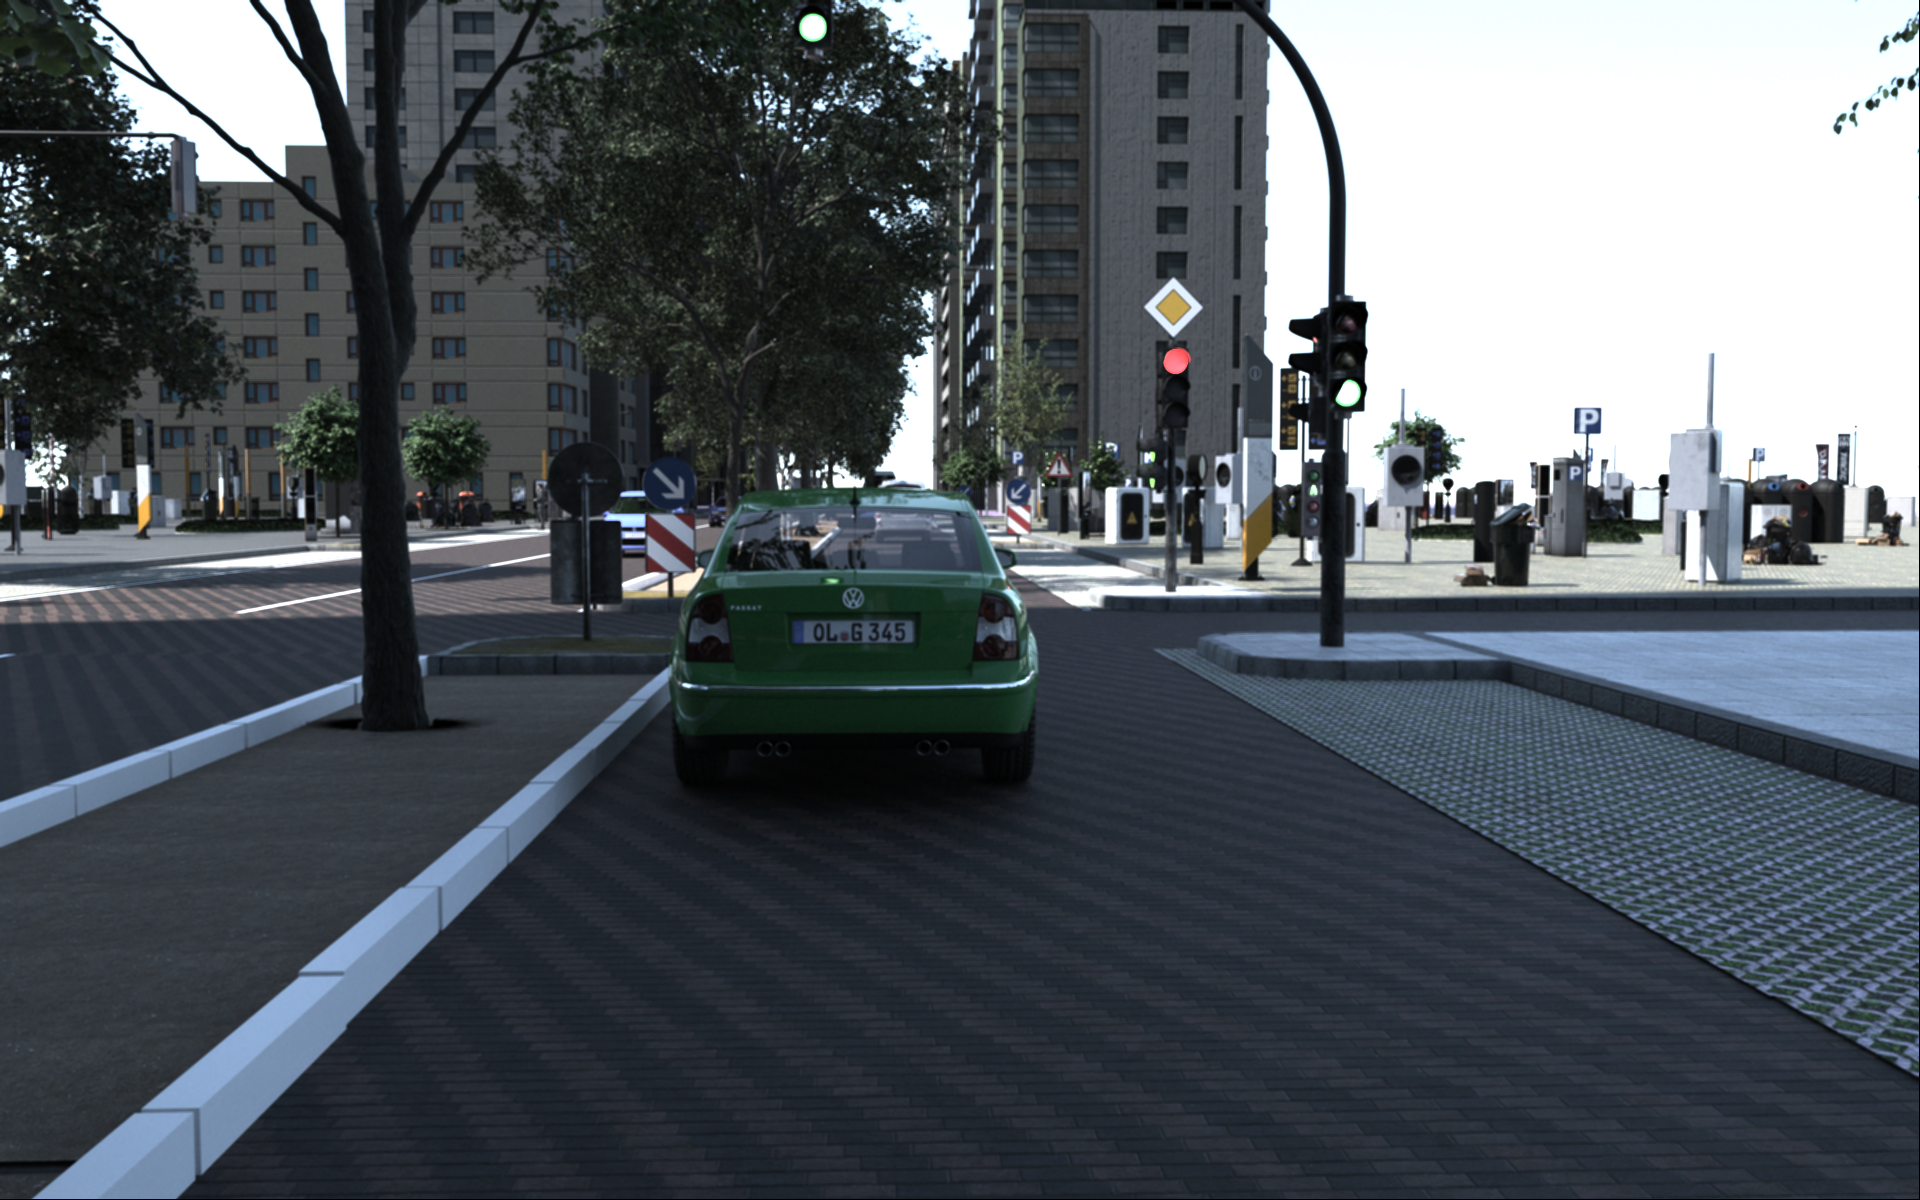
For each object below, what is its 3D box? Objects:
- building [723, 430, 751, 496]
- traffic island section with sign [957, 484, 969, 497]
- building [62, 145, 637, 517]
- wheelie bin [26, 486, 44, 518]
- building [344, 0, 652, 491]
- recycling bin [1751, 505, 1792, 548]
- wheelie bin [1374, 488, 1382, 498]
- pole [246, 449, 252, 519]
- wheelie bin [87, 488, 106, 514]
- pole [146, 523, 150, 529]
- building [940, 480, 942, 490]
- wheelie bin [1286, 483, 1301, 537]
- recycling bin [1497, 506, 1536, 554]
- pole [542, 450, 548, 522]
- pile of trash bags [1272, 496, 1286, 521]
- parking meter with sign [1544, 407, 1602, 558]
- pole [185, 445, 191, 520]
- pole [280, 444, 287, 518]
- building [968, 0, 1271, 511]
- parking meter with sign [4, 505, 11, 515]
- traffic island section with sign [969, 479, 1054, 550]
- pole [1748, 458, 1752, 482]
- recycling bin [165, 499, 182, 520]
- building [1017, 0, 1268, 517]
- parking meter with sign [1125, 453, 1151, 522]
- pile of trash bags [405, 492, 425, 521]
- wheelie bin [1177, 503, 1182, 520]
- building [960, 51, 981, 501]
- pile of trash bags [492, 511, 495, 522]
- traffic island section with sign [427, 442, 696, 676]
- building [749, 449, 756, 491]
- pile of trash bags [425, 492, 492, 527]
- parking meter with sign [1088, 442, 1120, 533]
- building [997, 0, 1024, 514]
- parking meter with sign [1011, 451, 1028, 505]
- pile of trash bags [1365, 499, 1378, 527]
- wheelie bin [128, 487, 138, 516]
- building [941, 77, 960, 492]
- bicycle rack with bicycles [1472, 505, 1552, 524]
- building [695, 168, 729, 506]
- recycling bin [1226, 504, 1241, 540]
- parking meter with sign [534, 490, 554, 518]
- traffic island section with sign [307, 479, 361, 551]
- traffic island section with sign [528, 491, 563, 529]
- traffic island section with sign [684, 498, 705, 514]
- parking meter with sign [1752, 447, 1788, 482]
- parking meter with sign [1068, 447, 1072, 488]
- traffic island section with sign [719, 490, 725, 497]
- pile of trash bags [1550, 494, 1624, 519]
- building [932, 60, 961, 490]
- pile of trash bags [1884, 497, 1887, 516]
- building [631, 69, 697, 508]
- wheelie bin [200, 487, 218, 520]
[{"bbox_3d":[-42.200,-23.295,225.910,27.650,21.520,28.899,0,4,-3],"label":"building"},{"bbox_3d":[0.054,-3.891,72.242,1.989,1.847,2.006,0,4,-3],"label":"traffic island section with sign"},{"bbox_3d":[-36.644,-16.235,110.479,27.650,21.520,28.899,0,4,-3],"label":"building"},{"bbox_3d":[-36.581,-3.702,68.437,0.980,1.594,0.693,-2,4,-29],"label":"wheelie bin"},{"bbox_3d":[-34.198,-42.562,134.139,20.563,71.187,20.611,0,4,-3],"label":"building"},{"bbox_3d":[18.982,-1.711,40.533,0.722,1.027,0.722,1,4,10],"label":"recycling bin"},{"bbox_3d":[22.334,-5.112,91.488,0.693,1.594,0.980,-2,4,-28],"label":"wheelie bin"},{"bbox_3d":[-32.087,-5.155,78.125,0.158,3.312,0.155,0,3,0],"label":"pole"},{"bbox_3d":[-45.118,-5.050,90.471,0.693,1.594,0.980,2,4,32],"label":"wheelie bin"},{"bbox_3d":[-30.085,-4.288,63.959,0.158,3.312,0.155,0,3,0],"label":"pole"},{"bbox_3d":[13.773,-32.153,217.588,32.217,40.220,23.993,0,4,-3],"label":"building"},{"bbox_3d":[10.131,-2.661,51.420,0.693,1.594,0.980,2,4,31],"label":"wheelie bin"},{"bbox_3d":[11.951,-1.508,37.216,0.722,1.027,0.722,1,4,10],"label":"recycling bin"},{"bbox_3d":[-19.346,-5.316,80.755,0.158,3.312,0.155,0,3,0],"label":"pole"},{"bbox_3d":[11.338,-3.195,61.992,3.447,1.369,1.912,2,4,28],"label":"pile of trash bags"},{"bbox_3d":[12.512,-2.405,35.578,0.543,3.016,1.738,0,4,-4],"label":"parking meter with sign"},{"bbox_3d":[-31.991,-4.765,71.749,0.158,3.312,0.155,0,3,0],"label":"pole"},{"bbox_3d":[-27.621,-4.702,70.725,0.158,3.312,0.155,0,3,0],"label":"pole"},{"bbox_3d":[12.124,-31.946,141.924,23.786,49.044,30.456,0,4,-3],"label":"building"},{"bbox_3d":[-51.585,-5.963,93.748,0.543,3.016,1.738,0,4,-1],"label":"parking meter with sign"},{"bbox_3d":[1.362,-2.244,45.319,1.989,1.847,2.006,0,4,-3],"label":"traffic island section with sign"},{"bbox_3d":[44.741,-6.381,98.166,0.158,3.312,0.155,0,3,0],"label":"pole"},{"bbox_3d":[-39.792,-4.578,87.409,0.722,1.027,0.722,0,4,3],"label":"recycling bin"},{"bbox_3d":[10.294,-20.394,105.141,14.160,30.474,14.107,0,4,-3],"label":"building"},{"bbox_3d":[6.720,-4.326,66.993,1.738,3.016,0.543,-3,4,-38],"label":"parking meter with sign"},{"bbox_3d":[-26.536,-4.452,82.549,1.912,1.369,3.447,1,4,20],"label":"pile of trash bags"},{"bbox_3d":[9.800,-4.255,77.476,0.980,1.594,0.693,-1,4,-18],"label":"wheelie bin"},{"bbox_3d":[6.919,-29.393,164.168,14.154,41.232,14.086,0,4,-3],"label":"building"},{"bbox_3d":[-22.403,-4.262,79.441,1.912,1.369,3.447,-1,4,-18],"label":"pile of trash bags"},{"bbox_3d":[-3.257,-0.395,14.596,2.006,1.907,1.989,0,4,-3],"label":"traffic island section with sign"},{"bbox_3d":[-35.687,-29.136,248.073,14.160,30.474,14.107,0,4,-3],"label":"building"},{"bbox_3d":[-20.011,-3.637,69.215,1.912,1.369,3.447,-1,4,-8],"label":"pile of trash bags"},{"bbox_3d":[4.705,-3.754,57.632,0.543,3.016,1.738,2,4,29],"label":"parking meter with sign"},{"bbox_3d":[9.447,-26.643,119.202,14.154,41.232,14.086,0,4,-3],"label":"building"},{"bbox_3d":[2.426,-4.479,69.487,0.543,3.016,1.738,0,4,-6],"label":"parking meter with sign"},{"bbox_3d":[15.855,-3.597,68.570,1.912,1.369,3.447,0,4,7],"label":"pile of trash bags"},{"bbox_3d":[-38.728,-4.508,81.608,0.980,1.594,0.693,2,4,25],"label":"wheelie bin"},{"bbox_3d":[8.971,-34.892,194.183,21.300,48.544,21.600,0,4,-3],"label":"building"},{"bbox_3d":[17.824,-2.558,55.205,2.925,0.926,2.852,1,4,18],"label":"bicycle rack with bicycles"},{"bbox_3d":[-37.346,-33.104,195.867,22.147,44.769,28.867,0,4,-3],"label":"building"},{"bbox_3d":[7.844,-2.197,48.477,0.722,1.027,0.722,1,4,13],"label":"recycling bin"},{"bbox_3d":[-21.950,-5.902,92.751,1.738,3.016,0.543,1,4,12],"label":"parking meter with sign"},{"bbox_3d":[-15.269,-2.159,43.927,1.989,1.847,2.006,0,4,-3],"label":"traffic island section with sign"},{"bbox_3d":[-16.577,-3.825,71.173,1.989,1.847,2.006,0,4,-3],"label":"traffic island section with sign"},{"bbox_3d":[-18.996,-6.912,121.645,1.989,1.847,2.006,0,4,-3],"label":"traffic island section with sign"},{"bbox_3d":[30.065,-4.132,63.812,0.543,3.016,1.738,-1,4,-22],"label":"parking meter with sign"},{"bbox_3d":[4.858,-4.106,63.390,1.738,3.016,0.543,1,4,9],"label":"parking meter with sign"},{"bbox_3d":[-20.283,-8.559,148.569,1.989,1.847,2.006,0,4,-3],"label":"traffic island section with sign"},{"bbox_3d":[22.195,-3.202,62.102,1.912,1.369,3.447,-3,5,-40],"label":"pile of trash bags"},{"bbox_3d":[6.604,-42.861,242.770,21.231,58.520,28.212,0,4,-3],"label":"building"},{"bbox_3d":[43.849,-4.490,83.166,1.912,1.369,3.447,2,4,32],"label":"pile of trash bags"},{"bbox_3d":[-31.241,-28.740,153.495,14.154,41.232,14.086,0,4,-3],"label":"building"},{"bbox_3d":[-34.533,-4.390,79.692,0.693,1.594,0.980,-3,4,-37],"label":"wheelie bin"}]
